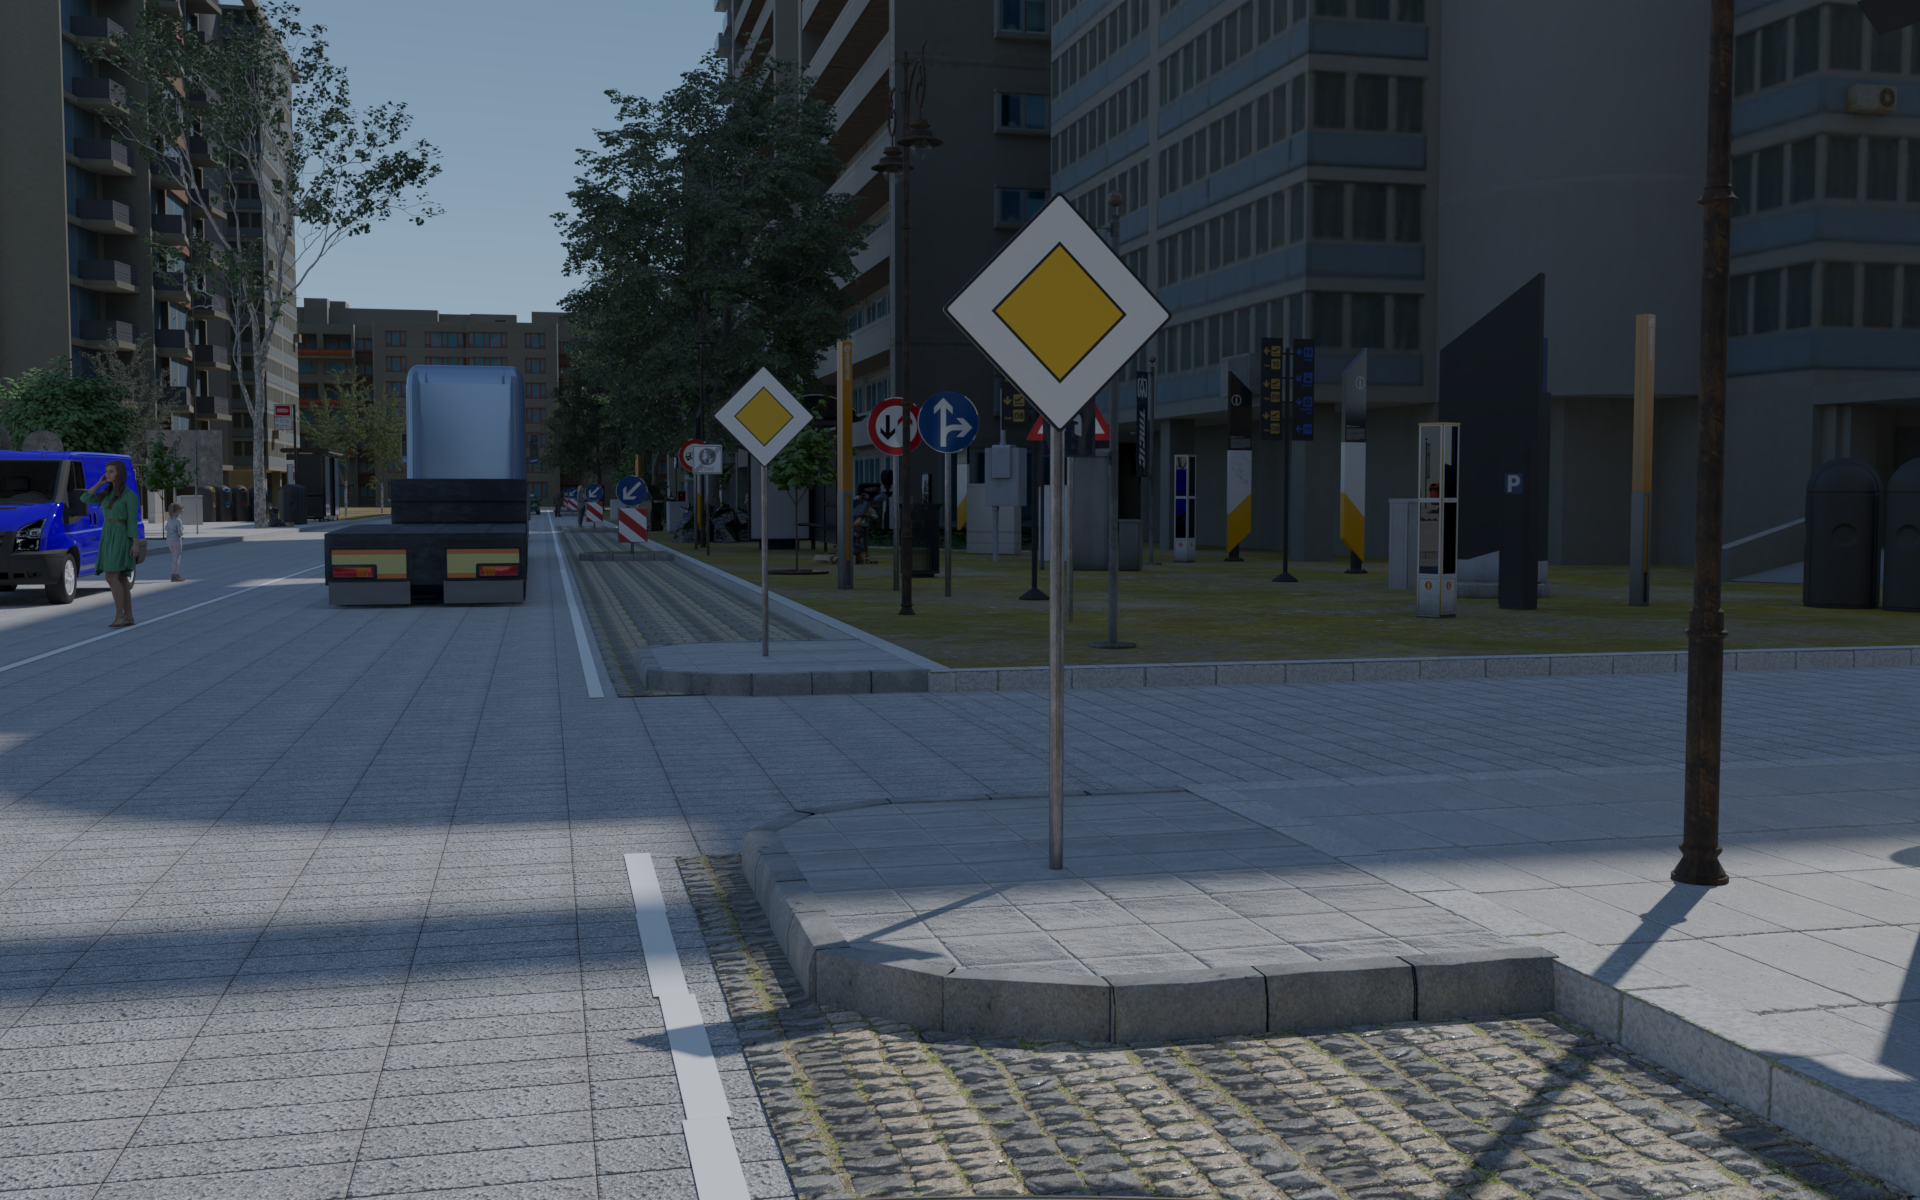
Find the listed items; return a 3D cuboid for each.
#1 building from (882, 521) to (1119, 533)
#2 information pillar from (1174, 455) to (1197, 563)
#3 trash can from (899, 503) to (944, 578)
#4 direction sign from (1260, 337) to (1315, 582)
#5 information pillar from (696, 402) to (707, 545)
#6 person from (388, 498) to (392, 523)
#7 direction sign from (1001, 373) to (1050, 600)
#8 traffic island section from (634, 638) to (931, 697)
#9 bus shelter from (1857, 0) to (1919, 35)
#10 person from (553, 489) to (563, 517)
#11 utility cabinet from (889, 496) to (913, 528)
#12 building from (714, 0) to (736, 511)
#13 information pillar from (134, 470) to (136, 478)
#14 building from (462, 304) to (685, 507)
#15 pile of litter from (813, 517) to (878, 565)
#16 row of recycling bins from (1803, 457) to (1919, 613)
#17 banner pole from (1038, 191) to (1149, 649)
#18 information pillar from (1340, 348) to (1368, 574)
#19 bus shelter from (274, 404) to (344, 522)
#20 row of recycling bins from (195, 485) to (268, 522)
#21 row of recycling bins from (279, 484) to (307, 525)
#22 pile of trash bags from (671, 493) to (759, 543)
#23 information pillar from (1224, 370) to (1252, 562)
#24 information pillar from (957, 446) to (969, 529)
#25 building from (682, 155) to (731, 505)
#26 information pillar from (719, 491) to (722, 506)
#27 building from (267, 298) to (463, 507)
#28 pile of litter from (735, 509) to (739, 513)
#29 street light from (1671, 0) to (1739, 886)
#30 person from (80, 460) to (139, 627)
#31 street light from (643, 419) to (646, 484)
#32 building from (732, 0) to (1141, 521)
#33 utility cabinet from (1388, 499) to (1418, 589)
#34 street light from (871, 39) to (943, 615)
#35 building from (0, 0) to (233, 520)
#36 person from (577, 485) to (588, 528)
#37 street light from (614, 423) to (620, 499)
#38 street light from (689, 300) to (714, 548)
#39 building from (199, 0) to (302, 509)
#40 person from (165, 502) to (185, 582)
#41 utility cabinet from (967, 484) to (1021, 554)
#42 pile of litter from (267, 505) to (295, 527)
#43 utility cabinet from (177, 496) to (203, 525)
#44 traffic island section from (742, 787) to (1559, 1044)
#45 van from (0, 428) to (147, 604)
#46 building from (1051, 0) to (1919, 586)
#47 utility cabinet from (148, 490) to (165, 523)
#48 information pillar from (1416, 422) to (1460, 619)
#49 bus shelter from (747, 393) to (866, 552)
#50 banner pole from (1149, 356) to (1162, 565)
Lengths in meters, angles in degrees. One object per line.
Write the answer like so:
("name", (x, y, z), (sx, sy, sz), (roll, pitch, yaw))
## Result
("building", (5.841, -27.096, 66.721), (21.300, 48.544, 21.600), (-1, 4, -13))
("information pillar", (4.215, -1.710, 32.444), (0.304, 2.012, 0.304), (3, 4, 38))
("trash can", (-0.618, -0.920, 26.693), (0.748, 1.137, 0.748), (0, 3, 0))
("direction sign", (4.761, -2.034, 25.250), (0.876, 3.537, 0.379), (-1, 4, -20))
("information pillar", (-6.567, -3.211, 43.859), (0.183, 3.616, 0.504), (1, 4, 9))
("person", (-25.190, -4.185, 77.119), (0.583, 1.804, 0.606), (1, 4, 14))
("direction sign", (0.905, -1.771, 20.957), (0.876, 3.537, 0.379), (2, 4, 25))
("traffic island section", (-1.520, 0.524, 13.715), (2.009, 0.180, 2.903), (-1, 4, -13))
("bus shelter", (4.489, -0.564, 3.153), (2.014, 3.302, 5.546), (-1, 4, -13))
("person", (-25.100, -6.066, 108.237), (0.434, 1.755, 0.990), (-3, 5, -41))
("utility cabinet", (-1.696, -2.369, 49.889), (0.306, 1.237, 1.020), (2, 4, 23))
("building", (-6.299, -31.160, 129.080), (23.786, 49.044, 30.456), (-1, 4, -13))
("information pillar", (-24.841, -2.895, 51.826), (0.304, 2.012, 0.304), (-1, 4, -10))
("building", (-38.528, -21.101, 190.044), (28.899, 21.520, 27.650), (-1, 4, -13))
("pile of litter", (-2.123, -1.097, 31.898), (1.176, 0.858, 1.719), (-1, 4, -13))
("row of recycling bins", (10.959, -0.707, 18.677), (1.069, 1.692, 3.534), (-3, 5, -44))
("banner pole", (1.059, -1.488, 14.351), (0.863, 3.779, 0.401), (-1, 4, -16))
("information pillar", (6.329, -2.231, 27.826), (0.504, 3.616, 0.183), (-2, 4, -33))
("bus shelter", (-30.134, -6.269, 80.125), (2.179, 5.291, 8.768), (-1, 4, -14))
("row of recycling bins", (-33.664, -4.455, 79.952), (1.069, 1.692, 3.534), (2, 4, 32))
("row of recycling bins", (-28.231, -4.054, 73.388), (1.069, 1.692, 3.534), (-1, 4, -16))
("pile of trash bags", (-6.228, -2.259, 46.681), (1.912, 1.369, 3.447), (1, 4, 22))
("information pillar", (5.297, -2.542, 32.917), (0.504, 3.616, 0.183), (-1, 4, -18))
("information pillar", (0.083, -3.478, 48.223), (0.183, 3.616, 0.504), (-2, 4, -35))
("building", (-17.046, -23.134, 149.944), (14.160, 30.474, 14.107), (-1, 4, -13))
("information pillar", (-12.260, -5.881, 87.506), (0.504, 3.616, 0.183), (2, 4, 27))
("building", (-66.836, -20.742, 184.177), (28.899, 21.520, 27.650), (-1, 4, -13))
("pile of litter", (-7.040, -2.432, 53.723), (1.176, 0.858, 1.719), (-1, 4, -16))
("street light", (2.459, -2.006, 5.578), (0.468, 5.910, 1.993), (-1, 4, -13))
("person", (-9.014, -0.601, 18.572), (0.600, 1.795, 0.529), (1, 4, 10))
("street light", (-11.680, -5.582, 64.058), (0.468, 5.910, 1.993), (-1, 4, -13))
("building", (-1.761, -29.343, 103.466), (21.300, 48.544, 21.600), (-1, 4, -13))
("utility cabinet", (6.218, -0.772, 23.782), (0.306, 1.237, 1.020), (3, 4, 36))
("street light", (-0.566, -2.779, 18.225), (0.468, 5.910, 1.993), (-1, 4, -13))
("building", (-52.969, -26.858, 93.759), (22.147, 44.769, 28.867), (-1, 4, -13))
("person", (-15.497, -3.825, 71.229), (0.526, 1.800, 0.537), (3, 5, 45))
("street light", (-17.146, -6.972, 86.780), (0.468, 5.910, 1.993), (-1, 4, -13))
("street light", (-6.147, -4.190, 41.289), (0.468, 5.910, 1.993), (-1, 4, -13))
("building", (-62.608, -26.728, 128.885), (23.993, 40.220, 32.217), (-1, 4, -13))
("person", (-12.816, -0.951, 28.329), (0.425, 1.301, 0.394), (1, 4, 19))
("utility cabinet", (0.723, -1.715, 36.720), (1.173, 1.500, 0.318), (2, 4, 31))
("pile of litter", (-26.733, -3.307, 68.031), (1.176, 0.858, 1.719), (-1, 4, -20))
("utility cabinet", (-31.782, -3.689, 71.473), (0.306, 1.237, 1.020), (2, 4, 28))
("traffic island section", (0.347, 0.999, 5.951), (2.009, 0.180, 2.903), (-1, 4, -13))
("van", (-12.917, -1.204, 24.063), (2.240, 2.365, 5.245), (-1, 4, -13))
("building", (16.048, -21.276, 39.742), (23.993, 40.220, 32.217), (-1, 4, -13))
("utility cabinet", (-35.112, -4.094, 75.616), (0.318, 1.500, 1.173), (0, 4, -6))
("information pillar", (4.952, -0.823, 17.951), (0.304, 2.012, 0.304), (-3, 5, -40))
("bus shelter", (-3.515, -2.663, 37.469), (2.014, 3.302, 5.546), (-1, 4, -14))
("banner pole", (3.357, -2.523, 31.261), (0.401, 3.779, 0.863), (2, 4, 33))
